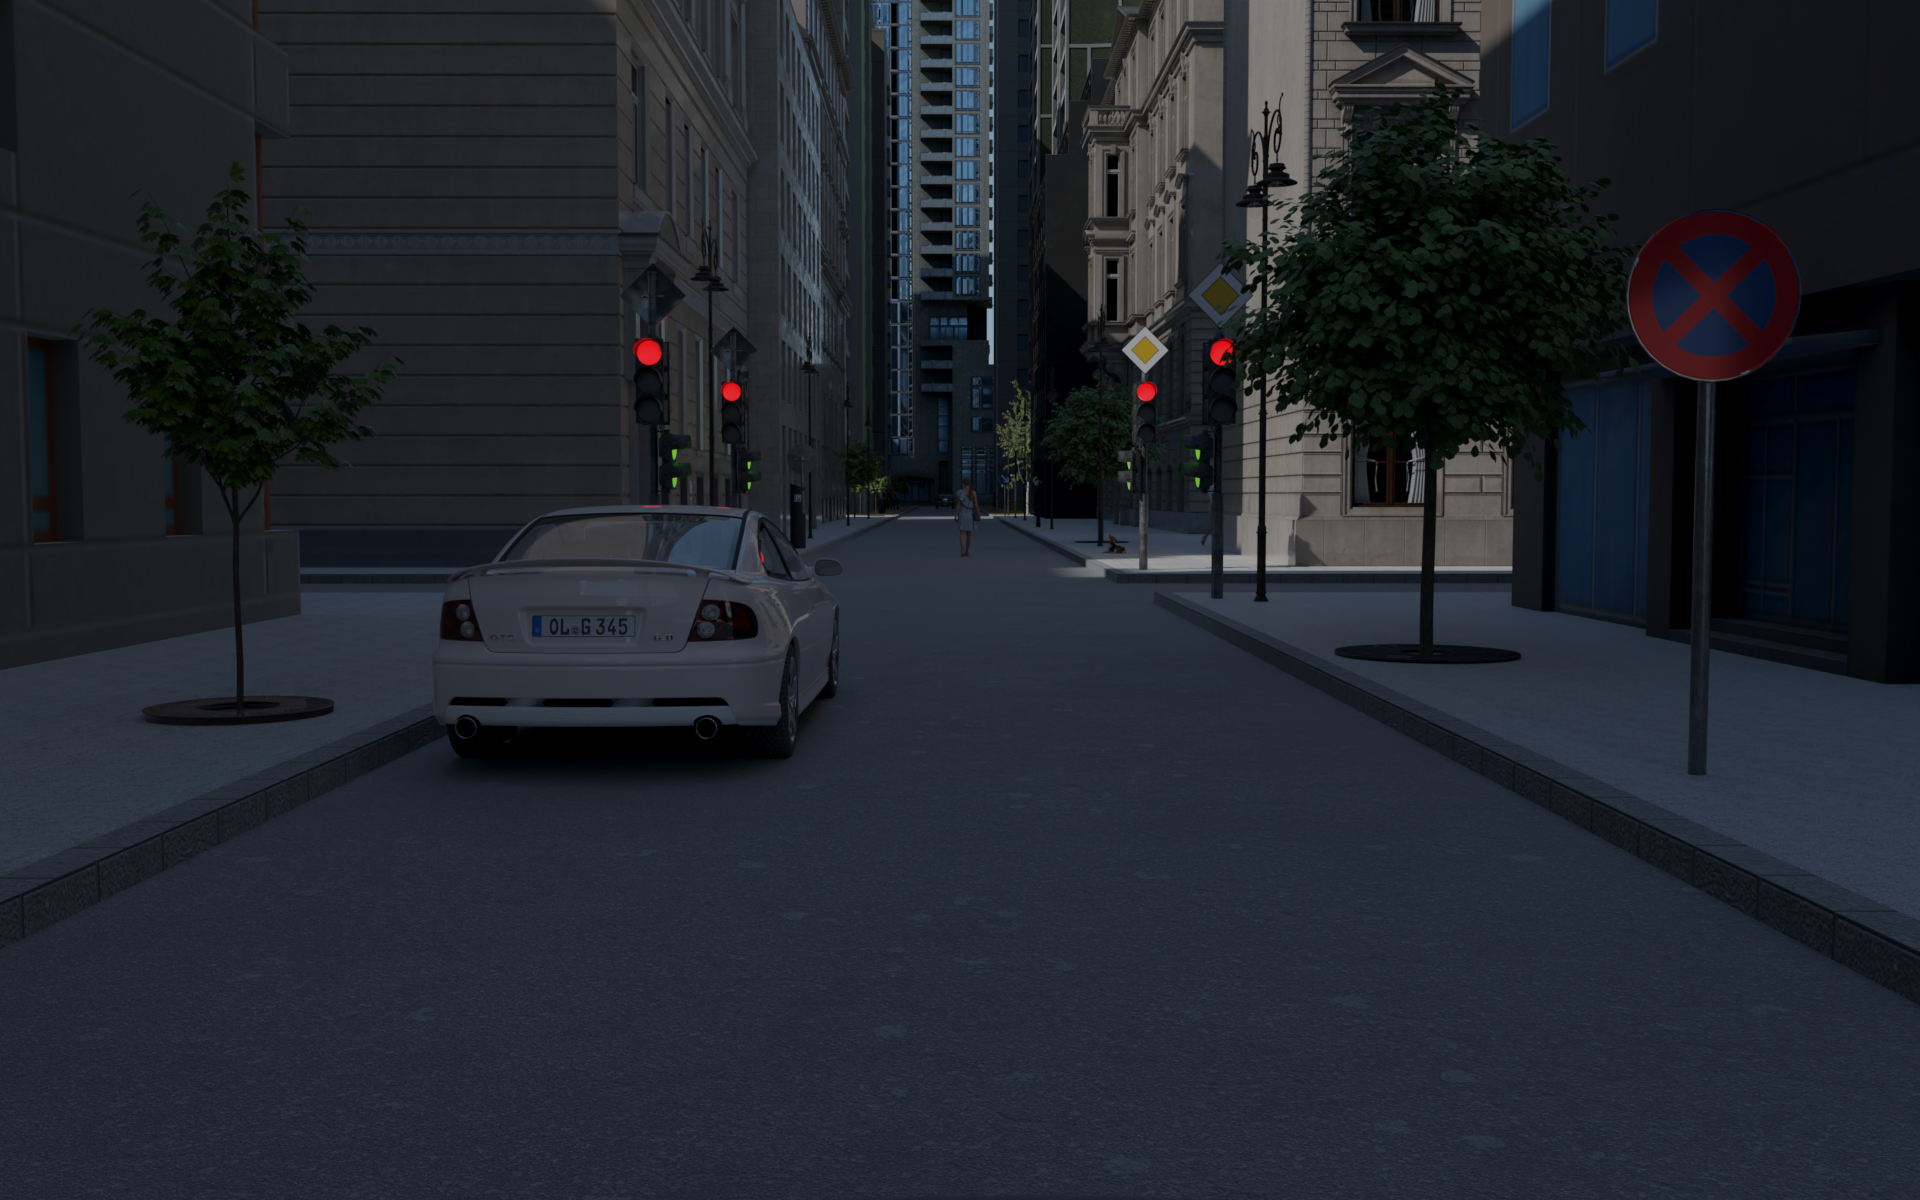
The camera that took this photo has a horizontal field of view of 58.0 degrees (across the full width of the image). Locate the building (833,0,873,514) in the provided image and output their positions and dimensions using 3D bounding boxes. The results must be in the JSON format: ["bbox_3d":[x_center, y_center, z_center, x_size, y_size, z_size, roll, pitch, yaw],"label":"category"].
[{"bbox_3d":[-13.624,-26.988,124.847,14.154,41.232,14.086,0,4,0],"label":"building"}]

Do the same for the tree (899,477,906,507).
[{"bbox_3d":[-6.017,-9.939,157.103,1.663,3.219,1.824,0,3,0],"label":"tree"}]

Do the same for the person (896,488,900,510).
[{"bbox_3d":[-4.975,-8.185,140.588,0.721,1.735,1.217,0,4,6],"label":"person"}]

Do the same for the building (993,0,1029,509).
[{"bbox_3d":[13.682,-38.075,164.519,21.231,58.520,28.212,0,4,0],"label":"building"}]

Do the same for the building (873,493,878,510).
[{"bbox_3d":[-17.161,-42.995,141.222,20.563,71.187,20.611,0,4,0],"label":"building"}]

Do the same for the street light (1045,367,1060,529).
[{"bbox_3d":[3.345,-5.516,62.974,0.468,5.910,1.993,0,4,0],"label":"street light"}]

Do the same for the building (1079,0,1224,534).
[{"bbox_3d":[12.290,-15.428,71.325,14.460,24.649,34.723,0,4,0],"label":"building"}]

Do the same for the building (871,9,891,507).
[{"bbox_3d":[-17.658,-33.319,168.471,21.600,48.544,21.300,0,4,0],"label":"building"}]

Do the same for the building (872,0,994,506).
[{"bbox_3d":[-9.381,-54.099,197.186,31.000,86.520,22.319,0,4,0],"label":"building"}]

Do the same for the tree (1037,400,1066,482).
[{"bbox_3d":[3.679,-3.794,45.753,4.285,4.588,4.351,0,3,0],"label":"tree"}]

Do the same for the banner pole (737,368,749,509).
[{"bbox_3d":[-3.905,-2.518,31.179,0.401,3.779,0.863,-1,4,-23],"label":"banner pole"}]

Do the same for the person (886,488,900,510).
[{"bbox_3d":[-5.230,-7.892,135.791,1.217,1.743,0.721,1,4,15],"label":"person"}]

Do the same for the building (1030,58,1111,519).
[{"bbox_3d":[10.476,-16.324,96.583,12.332,23.373,15.834,0,4,0],"label":"building"}]

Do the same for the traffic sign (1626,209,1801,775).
[{"bbox_3d":[3.377,-0.474,7.857,0.768,2.556,0.104,0,4,3],"label":"traffic sign"}]

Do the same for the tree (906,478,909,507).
[{"bbox_3d":[-5.651,-11.179,177.370,1.663,3.219,1.824,0,3,0],"label":"tree"}]

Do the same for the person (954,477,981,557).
[{"bbox_3d":[0.177,-1.896,39.597,0.616,1.811,0.778,0,4,4],"label":"person"}]

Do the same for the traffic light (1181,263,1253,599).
[{"bbox_3d":[3.143,-1.973,21.185,0.839,4.253,0.868,0,4,0],"label":"traffic light"}]

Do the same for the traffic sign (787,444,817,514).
[{"bbox_3d":[-4.024,-2.693,44.141,0.768,2.556,0.104,0,3,0],"label":"traffic sign"}]

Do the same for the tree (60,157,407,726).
[{"bbox_3d":[-4.062,-0.944,10.032,1.663,3.219,1.824,0,3,0],"label":"tree"}]

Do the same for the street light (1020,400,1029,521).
[{"bbox_3d":[3.142,-6.785,83.721,0.468,5.910,1.993,0,4,0],"label":"street light"}]

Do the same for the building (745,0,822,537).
[{"bbox_3d":[-10.446,-12.417,57.773,10.420,20.320,16.860,0,4,0],"label":"building"}]

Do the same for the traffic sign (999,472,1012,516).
[{"bbox_3d":[2.639,-6.195,101.395,0.768,2.556,0.104,0,4,2],"label":"traffic sign"}]

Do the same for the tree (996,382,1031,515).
[{"bbox_3d":[4.179,-9.598,107.295,4.737,8.622,4.395,0,3,0],"label":"tree"}]

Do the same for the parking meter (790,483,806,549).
[{"bbox_3d":[-3.817,-1.980,40.782,0.372,1.533,0.369,0,3,0],"label":"parking meter"}]

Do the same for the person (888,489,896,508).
[{"bbox_3d":[-6.216,-9.068,155.135,1.217,1.723,0.721,2,4,34],"label":"person"}]

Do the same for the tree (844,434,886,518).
[{"bbox_3d":[-5.773,-6.749,94.055,4.285,4.588,4.351,0,3,0],"label":"tree"}]

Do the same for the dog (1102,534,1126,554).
[{"bbox_3d":[3.324,-1.204,37.427,0.550,0.427,0.748,1,4,10],"label":"dog"}]

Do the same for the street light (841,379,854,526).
[{"bbox_3d":[-4.516,-5.935,69.828,0.468,5.910,1.993,0,4,0],"label":"street light"}]

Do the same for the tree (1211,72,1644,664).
[{"bbox_3d":[3.749,-1.825,13.554,4.285,4.588,4.351,0,3,0],"label":"tree"}]

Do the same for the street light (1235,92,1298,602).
[{"bbox_3d":[3.599,-2.920,20.524,0.468,5.910,1.993,0,4,0],"label":"street light"}]

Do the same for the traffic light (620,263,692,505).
[{"bbox_3d":[-3.718,-1.969,21.117,0.839,4.253,0.868,0,4,0],"label":"traffic light"}]

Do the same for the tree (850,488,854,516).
[{"bbox_3d":[-6.089,-6.666,103.590,1.663,3.219,1.824,0,3,0],"label":"tree"}]

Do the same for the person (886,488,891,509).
[{"bbox_3d":[-6.108,-8.508,145.169,1.348,1.821,0.705,-3,5,-40],"label":"person"}]

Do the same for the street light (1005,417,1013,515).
[{"bbox_3d":[2.907,-8.003,103.639,0.468,5.910,1.993,0,4,0],"label":"street light"}]

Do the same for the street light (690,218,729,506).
[{"bbox_3d":[-4.217,-3.459,29.342,0.468,5.910,1.993,0,4,0],"label":"street light"}]

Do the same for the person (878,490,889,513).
[{"bbox_3d":[-5.106,-6.634,114.535,0.705,1.821,1.348,-2,4,-34],"label":"person"}]

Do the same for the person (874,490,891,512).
[{"bbox_3d":[-5.537,-7.241,124.527,1.348,1.812,0.705,-2,4,-24],"label":"person"}]

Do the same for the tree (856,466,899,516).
[{"bbox_3d":[-4.827,-6.484,100.609,1.663,3.219,1.824,0,3,0],"label":"tree"}]

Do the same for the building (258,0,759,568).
[{"bbox_3d":[-12.115,-15.482,39.029,13.634,28.700,20.117,0,4,0],"label":"building"}]

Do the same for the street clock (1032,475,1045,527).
[{"bbox_3d":[3.034,-3.822,67.064,0.471,2.002,0.358,0,4,1],"label":"street clock"}]

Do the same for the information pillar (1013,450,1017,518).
[{"bbox_3d":[2.986,-6.212,92.923,0.183,3.616,0.504,0,4,7],"label":"information pillar"}]

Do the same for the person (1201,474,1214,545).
[{"bbox_3d":[6.237,-2.232,42.769,0.478,1.798,0.641,-3,5,-43],"label":"person"}]

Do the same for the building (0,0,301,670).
[{"bbox_3d":[-21.375,-9.717,3.913,28.899,21.520,27.650,0,4,0],"label":"building"}]

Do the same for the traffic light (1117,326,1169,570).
[{"bbox_3d":[3.082,-2.462,29.170,0.839,4.253,0.868,0,4,0],"label":"traffic light"}]

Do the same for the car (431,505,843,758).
[{"bbox_3d":[-1.809,0.097,10.781,2.083,1.381,4.827,0,4,1],"label":"car"}]

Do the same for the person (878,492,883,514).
[{"bbox_3d":[-5.087,-6.447,112.166,0.721,1.736,1.217,-1,4,-9],"label":"person"}]

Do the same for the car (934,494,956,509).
[{"bbox_3d":[-1.435,-9.496,167.063,2.131,1.459,4.920,0,4,0],"label":"car"}]

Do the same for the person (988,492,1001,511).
[{"bbox_3d":[2.643,-7.567,133.029,1.065,1.426,0.557,1,4,23],"label":"person"}]

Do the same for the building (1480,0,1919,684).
[{"bbox_3d":[12.923,-22.124,11.840,14.600,45.320,14.200,0,4,0],"label":"building"}]

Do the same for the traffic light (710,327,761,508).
[{"bbox_3d":[-3.779,-2.458,29.102,0.839,4.253,0.868,0,4,0],"label":"traffic light"}]

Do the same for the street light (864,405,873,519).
[{"bbox_3d":[-4.745,-7.153,89.746,0.468,5.910,1.993,0,4,0],"label":"street light"}]

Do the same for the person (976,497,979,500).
[{"bbox_3d":[0.920,-7.447,130.972,1.217,1.735,0.721,2,4,31],"label":"person"}]

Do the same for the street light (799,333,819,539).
[{"bbox_3d":[-4.323,-4.714,49.856,0.468,5.910,1.993,0,4,0],"label":"street light"}]

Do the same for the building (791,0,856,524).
[{"bbox_3d":[-11.570,-17.201,78.494,12.463,27.353,25.104,0,4,0],"label":"building"}]

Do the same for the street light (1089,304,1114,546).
[{"bbox_3d":[3.435,-4.250,42.274,0.468,5.910,1.993,0,4,0],"label":"street light"}]

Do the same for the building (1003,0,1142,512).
[{"bbox_3d":[14.027,-42.906,139.768,20.563,71.187,20.611,0,4,0],"label":"building"}]

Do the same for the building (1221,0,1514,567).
[{"bbox_3d":[14.962,-10.409,34.815,19.286,19.102,10.561,0,4,0],"label":"building"}]
